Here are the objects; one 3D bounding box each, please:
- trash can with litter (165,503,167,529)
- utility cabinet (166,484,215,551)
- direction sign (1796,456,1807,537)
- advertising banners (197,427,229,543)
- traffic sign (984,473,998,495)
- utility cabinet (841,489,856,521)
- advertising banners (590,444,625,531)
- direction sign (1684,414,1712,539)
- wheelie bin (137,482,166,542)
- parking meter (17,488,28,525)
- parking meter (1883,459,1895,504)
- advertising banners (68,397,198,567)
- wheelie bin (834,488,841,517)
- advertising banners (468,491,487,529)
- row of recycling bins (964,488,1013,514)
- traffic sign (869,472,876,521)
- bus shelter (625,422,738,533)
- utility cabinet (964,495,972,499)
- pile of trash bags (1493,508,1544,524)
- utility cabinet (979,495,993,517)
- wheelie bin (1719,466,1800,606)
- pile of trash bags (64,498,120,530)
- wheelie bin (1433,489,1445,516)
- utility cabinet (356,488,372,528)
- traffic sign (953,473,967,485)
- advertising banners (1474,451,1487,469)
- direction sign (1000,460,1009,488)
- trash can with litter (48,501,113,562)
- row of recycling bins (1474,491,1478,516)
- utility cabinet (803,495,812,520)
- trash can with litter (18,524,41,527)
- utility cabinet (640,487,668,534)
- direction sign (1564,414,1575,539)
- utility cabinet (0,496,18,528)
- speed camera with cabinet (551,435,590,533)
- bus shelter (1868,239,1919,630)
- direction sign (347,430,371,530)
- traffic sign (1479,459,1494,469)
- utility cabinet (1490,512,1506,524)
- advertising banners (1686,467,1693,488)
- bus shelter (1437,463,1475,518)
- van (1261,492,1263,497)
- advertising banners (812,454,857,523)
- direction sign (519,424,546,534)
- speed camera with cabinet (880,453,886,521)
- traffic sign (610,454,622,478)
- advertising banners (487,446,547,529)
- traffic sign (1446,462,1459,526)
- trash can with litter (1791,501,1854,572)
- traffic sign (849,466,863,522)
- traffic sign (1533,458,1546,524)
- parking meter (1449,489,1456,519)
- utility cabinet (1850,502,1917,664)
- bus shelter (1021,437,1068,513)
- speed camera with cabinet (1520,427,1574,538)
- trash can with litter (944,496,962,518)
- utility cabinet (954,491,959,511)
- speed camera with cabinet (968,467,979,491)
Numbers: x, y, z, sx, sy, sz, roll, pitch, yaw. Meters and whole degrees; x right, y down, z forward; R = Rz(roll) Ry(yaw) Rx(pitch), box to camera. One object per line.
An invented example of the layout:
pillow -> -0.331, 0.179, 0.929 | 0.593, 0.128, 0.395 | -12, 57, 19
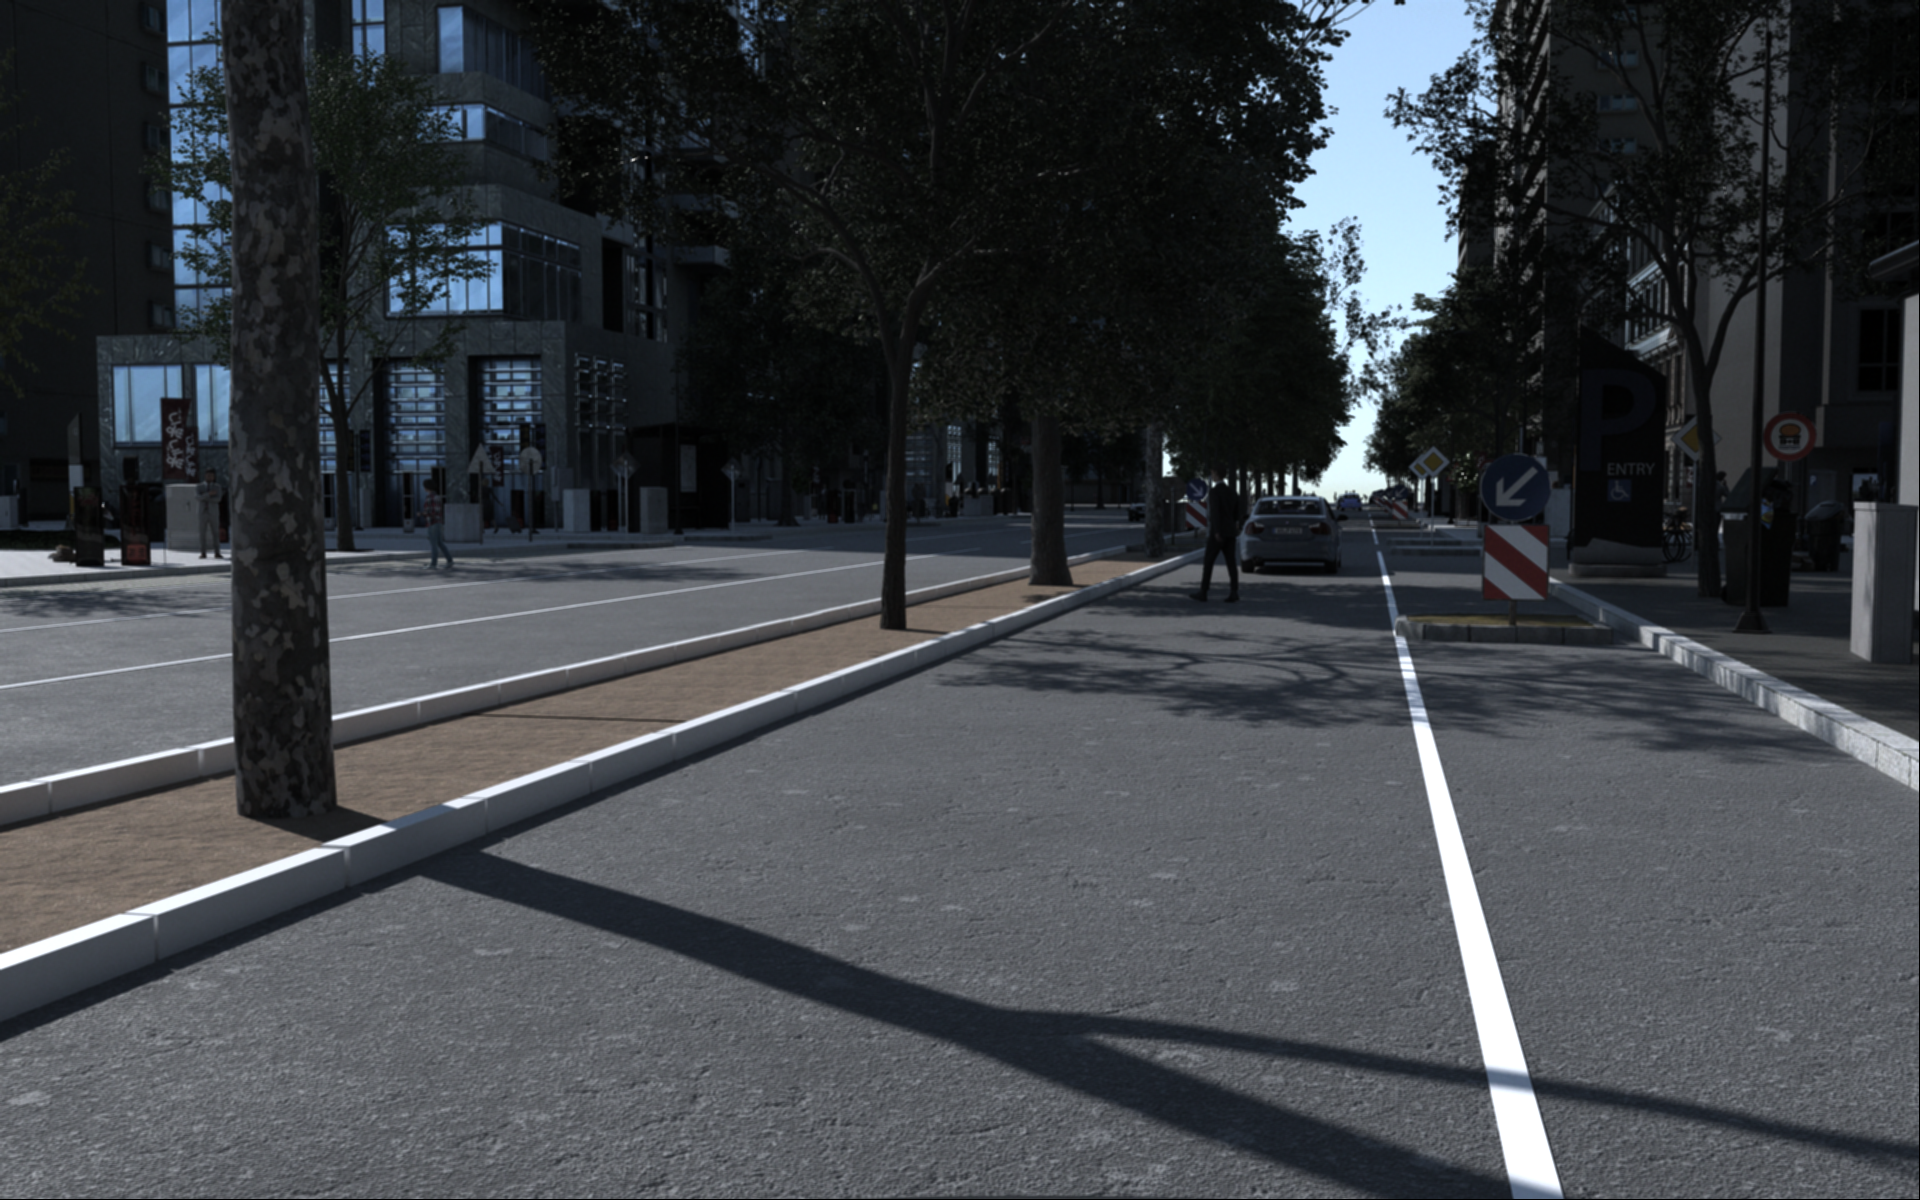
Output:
trash can with litter -> -29.385, -3.241, 64.375 | 0.624, 1.170, 1.055 | 2, 4, 31
utility cabinet -> -17.241, -1.842, 38.794 | 1.173, 1.500, 0.318 | 2, 4, 24
direction sign -> 25.245, -3.655, 51.750 | 0.379, 3.537, 0.876 | 2, 4, 29
advertising banners -> -19.404, -3.008, 45.369 | 0.090, 3.025, 2.074 | 3, 5, 42
traffic sign -> 1.850, -6.333, 103.551 | 0.884, 2.594, 0.081 | 1, 4, 13
utility cabinet -> -5.271, -4.480, 81.926 | 0.318, 1.500, 1.173 | 1, 4, 18
advertising banners -> -12.121, -3.917, 60.227 | 0.090, 3.025, 2.074 | 3, 4, 37
direction sign -> 21.035, -3.512, 49.414 | 0.876, 3.537, 0.379 | -1, 4, -15
wheelie bin -> -21.541, -2.341, 46.177 | 0.980, 1.594, 0.693 | -3, 5, -39
parking meter -> -38.814, -3.871, 71.710 | 0.372, 1.533, 0.369 | 0, 3, 0
parking meter -> 15.820, -1.448, 29.380 | 0.255, 1.863, 0.399 | 1, 4, 22
advertising banners -> -14.859, -2.134, 31.080 | 2.074, 3.025, 0.090 | -3, 4, -37
wheelie bin -> -6.961, -5.514, 98.062 | 0.693, 1.594, 0.980 | -2, 4, -28
advertising banners -> -17.565, -4.150, 64.041 | 0.090, 3.025, 2.074 | 1, 4, 17
row of recycling bins -> 1.903, -6.530, 113.877 | 3.534, 1.692, 1.069 | -2, 4, -27
traffic sign -> -4.212, -4.841, 81.287 | 0.606, 2.300, 0.079 | 1, 4, 16
bus shelter -> -9.572, -4.199, 59.942 | 1.731, 3.624, 6.357 | 1, 4, 13
utility cabinet -> 0.525, -6.142, 111.580 | 0.306, 1.237, 1.020 | 1, 4, 15
pile of trash bags -> 17.684, -2.686, 53.660 | 1.912, 1.369, 3.447 | -2, 4, -24
utility cabinet -> 1.509, -5.375, 99.035 | 0.306, 1.237, 1.020 | 3, 4, 37
wheelie bin -> 9.222, -0.739, 19.996 | 0.693, 1.594, 0.980 | 0, 4, -5
pile of trash bags -> -31.188, -3.311, 63.886 | 1.912, 1.369, 3.447 | 1, 4, 13
wheelie bin -> 28.148, -5.724, 101.488 | 0.693, 1.594, 0.980 | 3, 5, 40
utility cabinet -> -22.636, -3.494, 65.806 | 0.318, 1.500, 1.173 | -2, 4, -31
traffic sign -> -0.006, -6.333, 103.555 | 0.884, 2.594, 0.081 | 1, 4, 16
advertising banners -> 21.936, -4.539, 70.394 | 2.074, 3.025, 0.090 | 1, 4, 11
direction sign -> 2.948, -7.582, 115.956 | 0.379, 3.537, 0.876 | -3, 4, -39
trash can with litter -> -16.812, -1.328, 33.100 | 0.624, 1.170, 1.055 | 2, 4, 28
row of recycling bins -> 31.238, -5.742, 100.999 | 3.534, 1.692, 1.069 | -1, 4, -13
utility cabinet -> -7.498, -4.526, 85.156 | 0.306, 1.237, 1.020 | 0, 4, 3
trash can with litter -> -36.677, -3.411, 66.831 | 2.233, 1.210, 1.678 | 0, 4, 8
utility cabinet -> -9.694, -2.828, 54.924 | 0.318, 1.500, 1.173 | 1, 4, 21
direction sign -> 17.378, -3.496, 49.159 | 0.379, 3.537, 0.876 | 1, 4, 15
utility cabinet -> -35.681, -3.290, 64.945 | 1.020, 1.237, 0.306 | 3, 5, 41
speed camera with cabinet -> -12.999, -3.880, 57.779 | 0.660, 3.252, 2.038 | -2, 4, -34
bus shelter -> 8.726, -2.197, 13.556 | 2.179, 5.291, 8.768 | 1, 4, 13
direction sign -> -21.253, -4.228, 61.119 | 0.876, 3.537, 0.379 | -1, 4, -12
traffic sign -> 19.291, -3.856, 63.159 | 0.768, 2.556, 0.104 | 1, 4, 14
utility cabinet -> 18.474, -2.933, 59.115 | 1.020, 1.237, 0.306 | -1, 4, -14
advertising banners -> 32.720, -4.862, 75.673 | 2.074, 3.025, 0.090 | 1, 4, 13
bus shelter -> 27.163, -6.156, 94.575 | 2.014, 3.302, 5.546 | 1, 4, 13
van -> 45.804, -15.688, 263.517 | 2.013, 2.044, 4.112 | 1, 4, 12
advertising banners -> -5.567, -4.887, 76.090 | 2.074, 3.025, 0.090 | 0, 4, 8
direction sign -> -13.762, -3.906, 55.866 | 0.876, 3.537, 0.379 | 1, 4, 9
speed camera with cabinet -> -3.476, -5.458, 83.574 | 0.660, 3.252, 2.038 | 0, 4, 4
traffic sign -> -11.056, -3.458, 56.278 | 0.795, 2.593, 0.064 | 1, 4, 21
advertising banners -> -16.233, -4.126, 63.641 | 2.074, 3.025, 0.090 | -2, 4, -26
traffic sign -> 20.157, -4.299, 70.295 | 0.884, 2.594, 0.081 | 1, 4, 21
trash can with litter -> 14.206, -1.058, 28.687 | 1.055, 1.170, 0.624 | -2, 4, -27
traffic sign -> -4.641, -4.809, 78.638 | 0.884, 2.594, 0.081 | 1, 4, 20
traffic sign -> 15.889, -2.799, 47.898 | 0.606, 2.300, 0.079 | 1, 4, 22
parking meter -> 25.728, -5.010, 90.319 | 0.372, 1.533, 0.369 | 0, 3, 0
utility cabinet -> 7.242, -0.148, 13.576 | 0.306, 1.237, 1.020 | 1, 4, 19
bus shelter -> 5.904, -8.926, 123.567 | 2.179, 5.291, 8.768 | 1, 4, 13
speed camera with cabinet -> 17.326, -3.486, 51.340 | 2.038, 3.252, 0.660 | 1, 4, 12
trash can with litter -> -0.434, -5.050, 93.959 | 0.624, 1.170, 1.055 | 2, 4, 33
utility cabinet -> 0.154, -7.148, 125.545 | 1.173, 1.500, 0.318 | 1, 4, 20
speed camera with cabinet -> 1.572, -8.182, 128.109 | 2.038, 3.252, 0.660 | -2, 4, -35
